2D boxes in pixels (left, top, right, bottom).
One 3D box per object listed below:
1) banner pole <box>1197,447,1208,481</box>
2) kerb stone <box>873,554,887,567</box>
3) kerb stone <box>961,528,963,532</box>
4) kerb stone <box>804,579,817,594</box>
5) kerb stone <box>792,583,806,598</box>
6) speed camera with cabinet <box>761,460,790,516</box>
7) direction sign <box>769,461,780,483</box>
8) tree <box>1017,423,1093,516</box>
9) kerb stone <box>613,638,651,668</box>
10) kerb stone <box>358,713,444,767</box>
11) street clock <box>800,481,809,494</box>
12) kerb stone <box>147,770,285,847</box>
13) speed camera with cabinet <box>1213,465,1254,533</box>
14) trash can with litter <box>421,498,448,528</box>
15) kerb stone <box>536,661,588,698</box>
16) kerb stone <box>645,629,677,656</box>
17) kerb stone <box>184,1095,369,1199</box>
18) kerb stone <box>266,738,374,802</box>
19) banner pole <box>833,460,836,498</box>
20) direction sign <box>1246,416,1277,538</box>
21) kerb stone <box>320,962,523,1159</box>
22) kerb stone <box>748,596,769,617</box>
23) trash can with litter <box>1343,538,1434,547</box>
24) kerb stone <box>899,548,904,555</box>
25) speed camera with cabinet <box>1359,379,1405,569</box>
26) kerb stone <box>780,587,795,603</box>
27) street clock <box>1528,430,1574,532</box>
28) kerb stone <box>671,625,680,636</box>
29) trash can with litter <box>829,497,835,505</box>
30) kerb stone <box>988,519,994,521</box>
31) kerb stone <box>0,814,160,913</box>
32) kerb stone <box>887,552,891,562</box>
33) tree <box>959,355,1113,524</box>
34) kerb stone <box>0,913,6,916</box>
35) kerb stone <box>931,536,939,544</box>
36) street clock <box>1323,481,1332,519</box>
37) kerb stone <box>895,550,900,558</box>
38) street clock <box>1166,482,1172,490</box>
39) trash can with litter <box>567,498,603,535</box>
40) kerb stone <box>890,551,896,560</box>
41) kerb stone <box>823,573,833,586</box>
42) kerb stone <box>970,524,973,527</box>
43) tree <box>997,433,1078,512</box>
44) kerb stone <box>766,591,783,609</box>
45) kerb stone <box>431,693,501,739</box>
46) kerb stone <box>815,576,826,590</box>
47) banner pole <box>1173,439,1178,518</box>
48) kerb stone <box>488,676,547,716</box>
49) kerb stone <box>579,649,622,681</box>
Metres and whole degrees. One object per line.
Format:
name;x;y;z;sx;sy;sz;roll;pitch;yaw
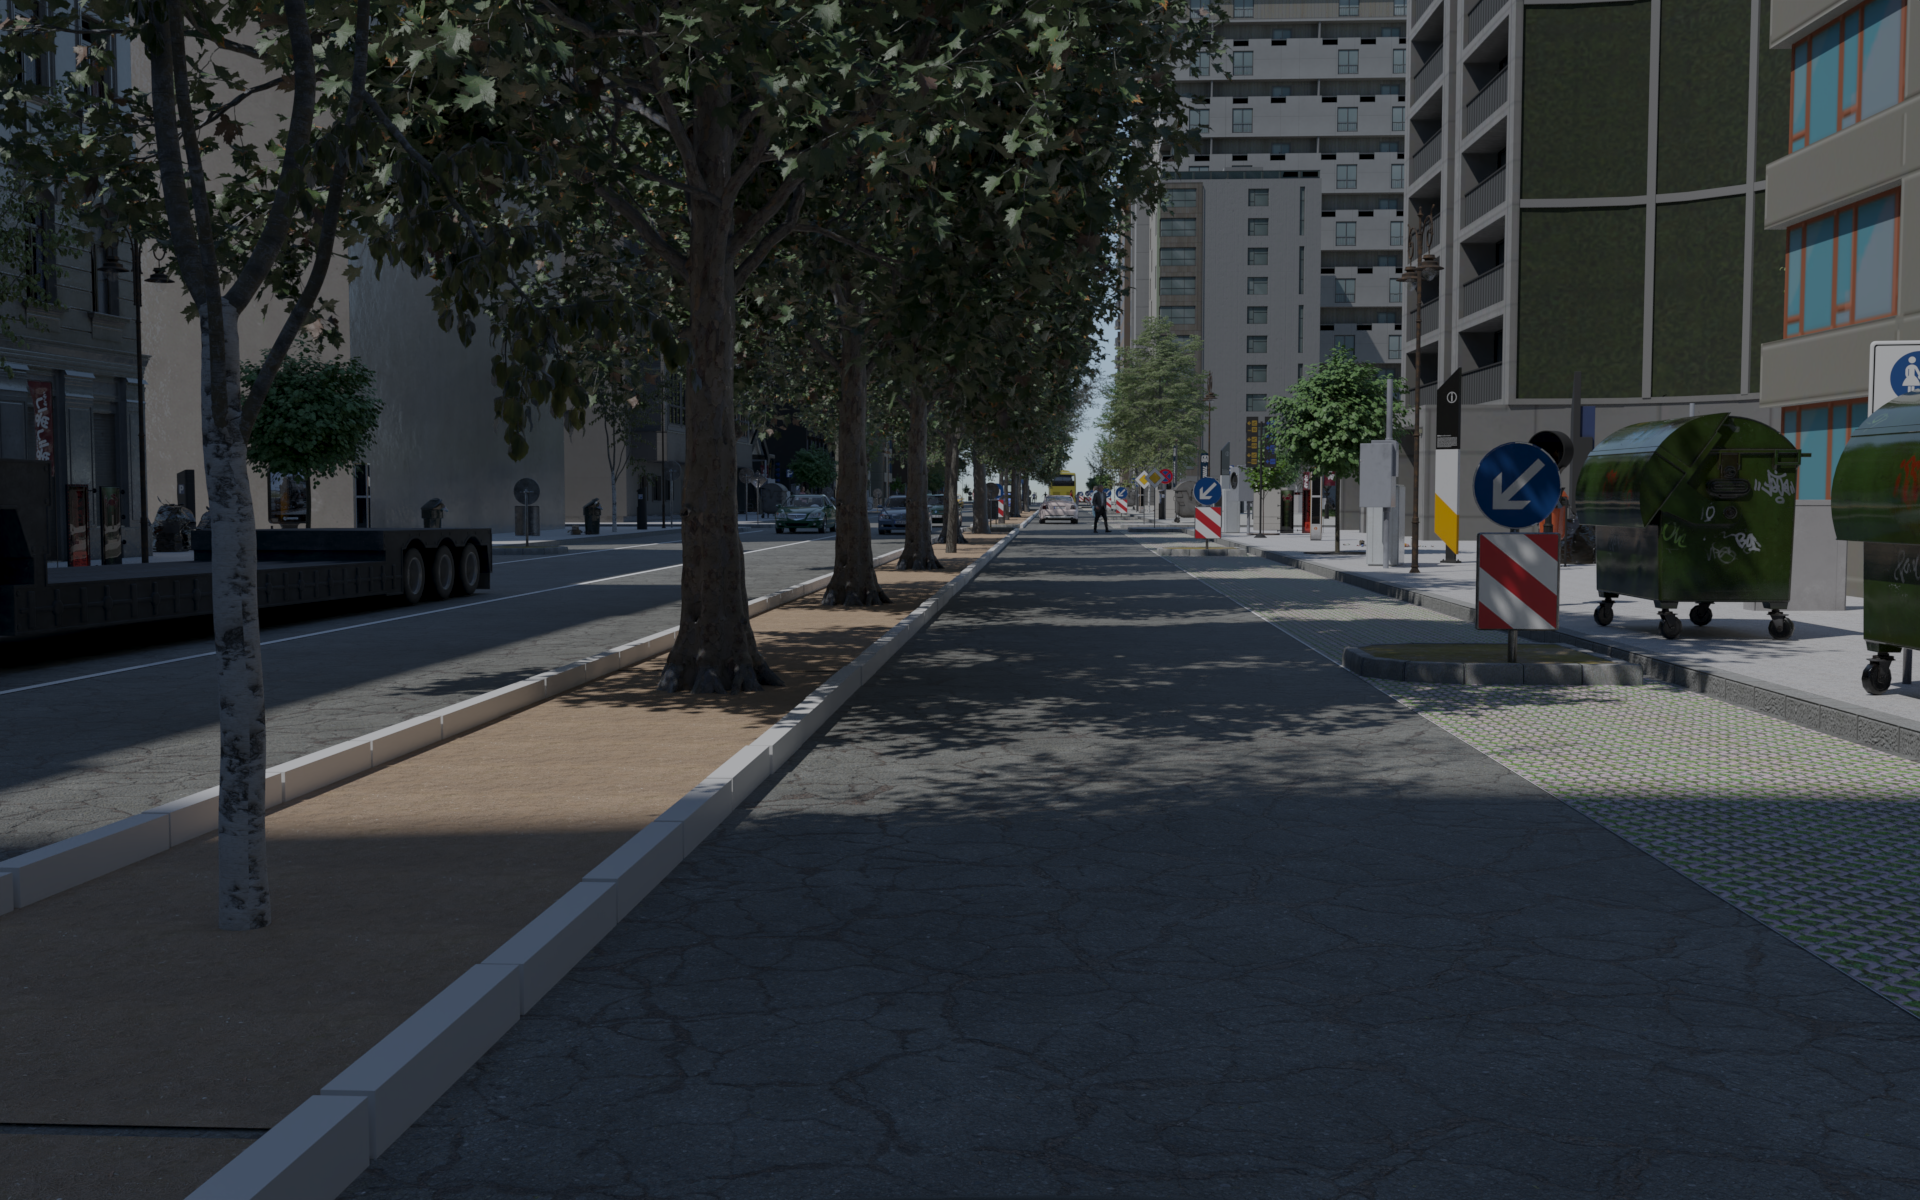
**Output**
banner pole;12.983;-6.292;92.895;0.863;3.779;0.401;2;4;24
kerb stone;-1.641;-0.790;35.106;0.120;0.150;1.000;0;4;3
kerb stone;0.033;-2.604;64.808;0.120;0.150;1.000;0;4;3
kerb stone;-2.223;-0.164;24.870;0.120;0.150;1.000;0;4;3
kerb stone;-2.287;-0.101;23.850;0.120;0.150;1.000;0;4;3
speed camera with cabinet;-10.692;-6.486;100.389;2.038;3.252;0.660;3;5;45
direction sign;-12.825;-7.791;119.378;0.876;3.537;0.379;0;4;8
tree;3.688;-11.402;114.634;9.928;11.665;9.643;0;3;0
kerb stone;-2.804;0.463;14.625;0.120;0.150;1.000;0;4;3
kerb stone;-3.090;0.776;9.521;0.120;0.150;1.000;0;4;3
street clock;-8.865;-5.777;99.030;0.471;2.002;0.358;-1;4;-19
kerb stone;-3.211;0.900;7.479;0.120;0.150;1.000;0;4;3
speed camera with cabinet;8.910;-3.801;56.486;0.660;3.252;2.038;-1;4;-15
trash can with litter;-14.730;-2.233;47.896;0.624;1.170;1.055;2;4;28
kerb stone;-2.917;0.588;12.583;0.120;0.150;1.000;0;4;3
kerb stone;-2.750;0.400;15.648;0.120;0.150;1.000;0;4;3
kerb stone;-1.348;1.162;3.197;0.120;0.150;1.000;0;4;3
kerb stone;-3.148;0.838;8.499;0.120;0.150;1.000;0;4;3
banner pole;-8.529;-7.797;117.500;0.401;3.779;0.863;1;4;15
direction sign;8.796;-3.585;50.619;0.876;3.537;0.379;0;4;7
kerb stone;-1.289;1.099;4.228;0.120;0.150;1.000;0;4;3
kerb stone;-2.460;0.086;20.783;0.120;0.150;1.000;0;4;3
trash can with litter;10.386;-1.923;42.492;1.678;1.210;2.233;-2;4;-31
kerb stone;-1.422;-1.040;39.203;0.120;0.150;1.000;0;4;3
speed camera with cabinet;7.470;-2.219;30.611;0.660;3.252;2.038;1;4;21
kerb stone;-2.343;-0.039;22.828;0.120;0.150;1.000;0;4;3
street clock;6.726;-0.931;19.799;0.358;2.002;0.471;-3;5;-44
kerb stone;-2.692;0.338;16.676;0.120;0.150;1.000;0;4;3
trash can with litter;-8.437;-6.373;115.581;1.055;1.170;0.624;3;5;43
kerb stone;1.793;-4.514;95.999;0.120;0.150;1.000;0;4;3
kerb stone;-3.260;0.963;6.451;0.120;0.150;1.000;0;4;3
kerb stone;-1.592;-0.852;36.127;0.120;0.150;1.000;0;4;3
tree;2.500;-11.073;93.870;12.009;13.543;11.850;0;3;0
kerb stone;-3.322;1.035;5.420;0.120;0.150;1.000;0;4;3
kerb stone;-0.727;-1.792;51.499;0.120;0.150;1.000;0;4;3
street clock;18.927;-5.185;89.344;0.471;2.002;0.358;-2;4;-26
kerb stone;-1.480;-0.978;38.178;0.120;0.150;1.000;0;4;3
street clock;11.499;-5.563;95.518;0.358;2.002;0.471;-1;4;-11
trash can with litter;-11.819;-2.642;54.577;1.055;1.170;0.624;-2;4;-24
kerb stone;-1.532;-0.915;37.152;0.120;0.150;1.000;0;4;3
kerb stone;-2.120;-0.287;26.913;0.120;0.150;1.000;0;4;3
kerb stone;0.640;-3.262;75.544;0.120;0.150;1.000;0;4;3
tree;5.343;-13.140;135.431;7.486;12.596;7.792;0;3;0
kerb stone;-2.400;0.024;21.804;0.120;0.150;1.000;0;4;3
kerb stone;-3.028;0.714;10.542;0.120;0.150;1.000;0;4;3
kerb stone;-2.171;-0.226;25.892;0.120;0.150;1.000;0;4;3
banner pole;9.774;-5.422;78.670;0.401;3.779;0.863;0;4;-6
kerb stone;-2.979;0.654;11.563;0.120;0.150;1.000;0;4;3
kerb stone;-2.862;0.525;13.604;0.120;0.150;1.000;0;4;3
